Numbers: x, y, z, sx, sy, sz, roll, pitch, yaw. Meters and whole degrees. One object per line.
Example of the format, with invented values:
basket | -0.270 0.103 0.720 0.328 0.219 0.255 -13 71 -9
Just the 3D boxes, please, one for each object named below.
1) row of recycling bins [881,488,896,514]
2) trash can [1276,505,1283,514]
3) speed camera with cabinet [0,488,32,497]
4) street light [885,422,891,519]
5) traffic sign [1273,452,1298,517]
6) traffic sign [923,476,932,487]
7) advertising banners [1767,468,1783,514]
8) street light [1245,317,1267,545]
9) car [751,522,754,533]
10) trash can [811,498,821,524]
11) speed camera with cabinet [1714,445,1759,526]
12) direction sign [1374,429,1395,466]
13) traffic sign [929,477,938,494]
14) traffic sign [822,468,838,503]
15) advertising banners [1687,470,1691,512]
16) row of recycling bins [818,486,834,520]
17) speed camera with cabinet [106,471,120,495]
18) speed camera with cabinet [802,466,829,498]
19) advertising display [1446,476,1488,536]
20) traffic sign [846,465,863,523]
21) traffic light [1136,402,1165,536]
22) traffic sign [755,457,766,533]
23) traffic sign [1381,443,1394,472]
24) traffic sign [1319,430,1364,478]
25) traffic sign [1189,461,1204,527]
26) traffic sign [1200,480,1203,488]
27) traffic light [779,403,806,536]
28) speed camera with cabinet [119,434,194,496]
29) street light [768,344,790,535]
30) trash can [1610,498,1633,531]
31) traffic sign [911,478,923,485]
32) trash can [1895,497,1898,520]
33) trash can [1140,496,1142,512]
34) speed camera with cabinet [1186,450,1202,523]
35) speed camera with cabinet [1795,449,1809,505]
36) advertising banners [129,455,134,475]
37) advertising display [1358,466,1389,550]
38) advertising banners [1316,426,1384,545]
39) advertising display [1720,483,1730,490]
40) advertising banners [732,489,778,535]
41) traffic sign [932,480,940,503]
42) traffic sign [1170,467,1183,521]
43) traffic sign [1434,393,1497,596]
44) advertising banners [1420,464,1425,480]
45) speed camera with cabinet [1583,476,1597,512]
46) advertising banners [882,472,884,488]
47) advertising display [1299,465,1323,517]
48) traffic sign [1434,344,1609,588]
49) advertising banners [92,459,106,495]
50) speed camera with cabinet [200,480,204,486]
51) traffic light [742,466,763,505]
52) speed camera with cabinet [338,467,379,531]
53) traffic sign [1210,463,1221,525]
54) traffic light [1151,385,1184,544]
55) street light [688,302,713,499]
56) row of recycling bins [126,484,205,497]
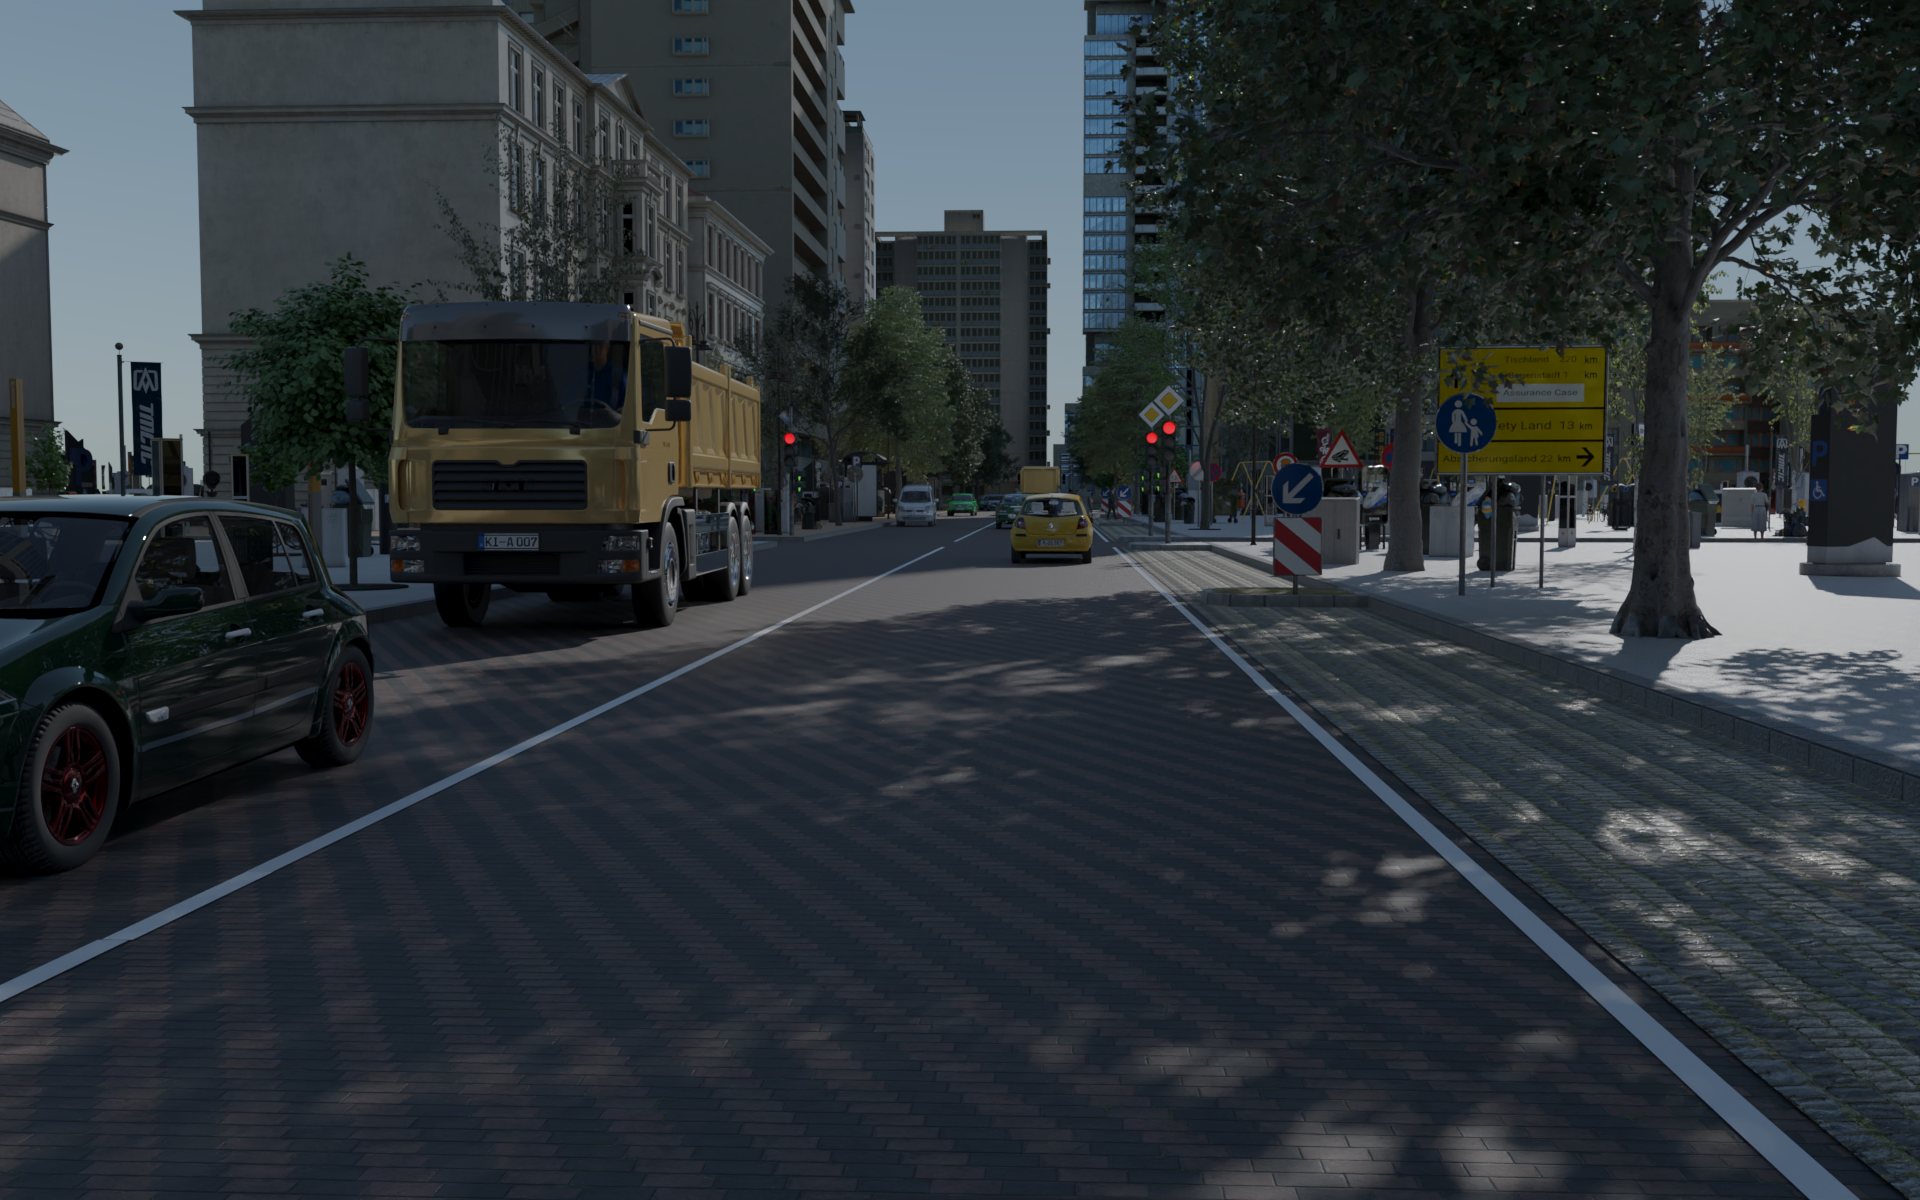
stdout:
row of recycling bins | -4.422 -6.455 112.659 3.534 1.692 1.069 -1 4 -16
trash can | 20.834 -6.160 112.373 0.748 1.137 0.748 0 3 0
speed camera with cabinet | -25.889 -3.170 46.164 0.660 3.252 2.038 2 4 30
street light | -3.674 -7.089 88.699 0.468 5.910 1.993 0 4 3
traffic sign | 9.977 -3.242 53.113 0.768 2.556 0.104 1 4 11
traffic sign | -2.403 -7.433 121.538 0.884 2.594 0.081 0 4 5
advertising banners | 54.989 -7.473 118.377 2.074 3.025 0.090 0 4 -1
street light | 7.373 -4.315 43.345 0.468 5.910 1.993 0 4 3
car | -8.307 -2.514 49.902 4.718 1.807 1.959 0 4 3
trash can | -6.029 -3.634 71.063 0.748 1.137 0.748 0 3 0
speed camera with cabinet | 30.957 -4.601 69.564 2.038 3.252 0.660 0 4 1
direction sign | 14.782 -4.157 59.971 0.876 3.537 0.379 2 4 24
traffic sign | -1.982 -7.790 127.475 0.768 2.556 0.104 0 4 4
traffic sign | -6.239 -5.081 83.180 0.768 2.556 0.104 0 4 7
advertising banners | 51.741 -7.735 122.647 0.090 3.025 2.074 1 4 8
row of recycling bins | -6.268 -4.904 87.289 1.069 1.692 3.534 1 4 17
speed camera with cabinet | -34.288 -4.658 70.488 0.660 3.252 2.038 -2 4 -35
speed camera with cabinet | -10.190 -7.886 123.266 2.038 3.252 0.660 1 4 21
advertising display | 11.786 -2.145 40.279 0.974 1.923 0.123 -1 4 -11
traffic sign | -4.685 -4.710 77.112 0.768 2.556 0.104 0 4 6
traffic light | 5.811 -3.908 52.811 0.839 4.253 0.868 0 4 3
traffic sign | -6.817 -3.507 57.445 0.768 2.556 0.104 1 4 11
traffic sign | 10.664 -2.583 42.345 0.768 2.556 0.104 1 4 9
traffic sign | 7.710 -2.144 35.051 0.884 2.594 0.081 1 4 11
traffic sign | 9.302 -4.120 67.473 0.768 2.556 0.104 1 4 9
traffic sign | 11.056 -4.875 79.707 0.884 2.594 0.081 0 4 8
traffic light | -5.184 -3.943 53.397 0.839 4.253 0.868 0 4 3
speed camera with cabinet | -26.328 -3.826 56.885 2.038 3.252 0.660 -1 4 -8
street light | -5.606 -4.947 53.664 0.468 5.910 1.993 0 4 3
trash can | 23.349 -3.028 61.155 0.748 1.137 0.748 0 3 0
traffic sign | -2.914 -7.198 117.696 0.884 2.594 0.081 0 4 7
trash can | 47.888 -4.753 89.369 0.748 1.137 0.748 0 3 0
trash can | 12.757 -6.817 123.109 0.748 1.137 0.748 0 3 0
speed camera with cabinet | 10.426 -5.058 77.032 0.660 3.252 2.038 0 4 6
speed camera with cabinet | 36.935 -4.914 74.685 0.660 3.252 2.038 -1 4 -21
advertising banners | -36.763 -5.045 78.674 0.090 3.025 2.074 2 4 29
advertising display | 9.531 -2.126 39.975 0.974 1.923 0.123 -3 4 -38
advertising banners | 9.995 -2.956 44.521 0.090 3.025 2.074 -3 5 -44
advertising display | 43.306 -5.681 98.098 0.123 1.923 0.974 0 4 -2
advertising banners | -6.705 -3.590 54.885 2.074 3.025 0.090 0 4 5
traffic sign | -1.804 -7.757 128.949 0.606 2.300 0.079 1 4 13
traffic sign | 10.335 -5.111 83.561 0.884 2.594 0.081 1 4 10
traffic sign | 6.347 -1.329 21.830 0.768 2.556 0.104 0 4 4
advertising banners | 27.729 -6.450 101.649 2.074 3.025 0.090 3 5 40
speed camera with cabinet | 39.189 -7.051 109.617 2.038 3.252 0.660 3 5 41
advertising banners | -5.056 -7.330 116.030 0.090 3.025 2.074 -1 4 -9
advertising display | 7.899 -2.049 38.713 0.123 1.923 0.974 -2 4 -29
traffic sign | 7.642 -1.822 23.662 2.265 3.308 0.079 0 4 8
advertising banners | -43.415 -5.626 88.178 0.090 3.025 2.074 3 4 37
speed camera with cabinet | -45.193 -6.806 105.613 2.038 3.252 0.660 -3 5 -42
traffic light | -5.622 -3.456 45.424 0.839 4.253 0.868 0 4 3
speed camera with cabinet | -20.431 -3.993 59.629 0.660 3.252 2.038 2 4 28
traffic sign | 10.412 -4.375 71.641 0.768 2.556 0.104 0 4 6
traffic light | 5.373 -3.420 44.838 0.839 4.253 0.868 0 4 3
street light | -6.309 -4.217 41.736 0.468 5.910 1.993 0 4 3
row of recycling bins | -31.560 -3.779 68.903 1.069 1.692 3.534 2 4 32
